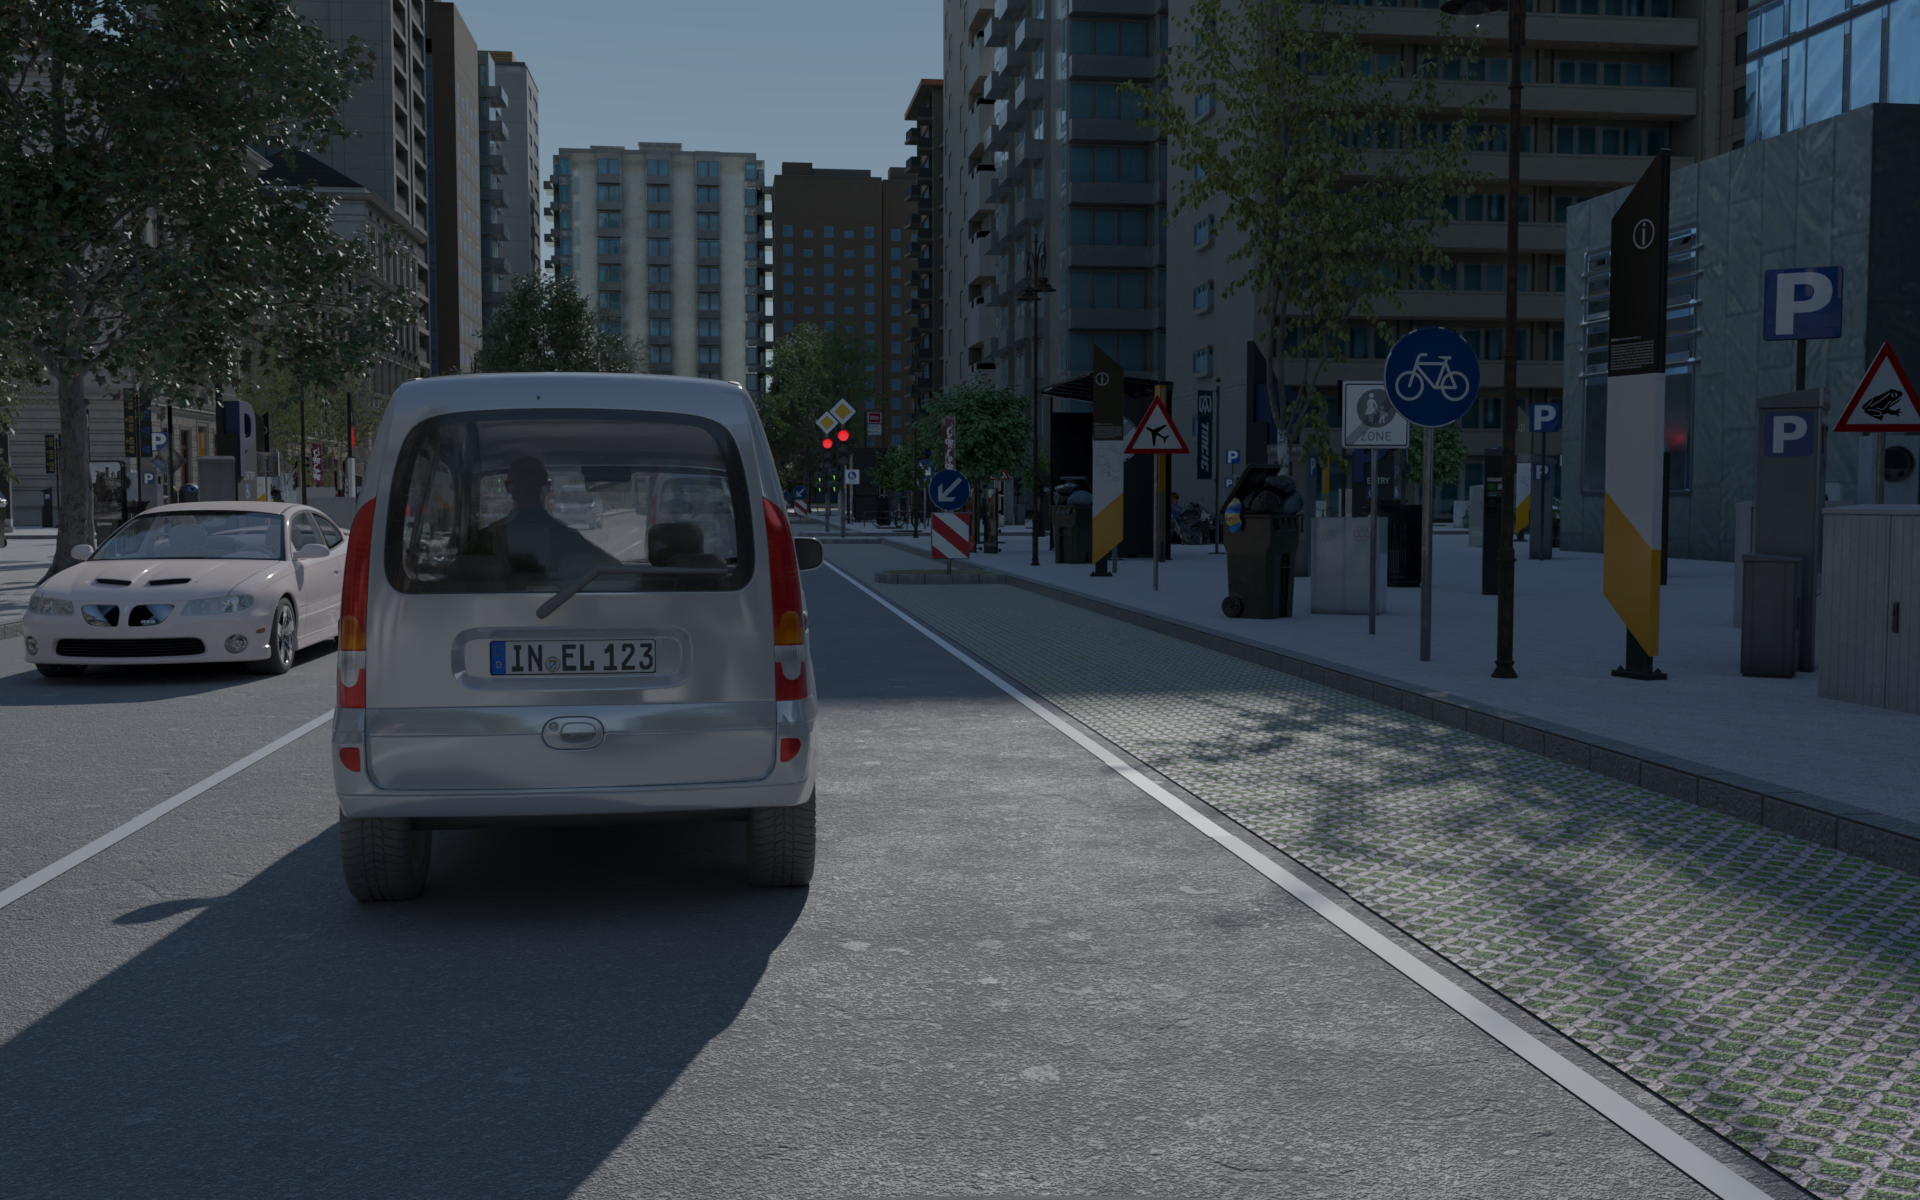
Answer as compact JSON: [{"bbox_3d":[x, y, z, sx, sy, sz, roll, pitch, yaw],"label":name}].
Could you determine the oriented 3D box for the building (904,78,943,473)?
[{"bbox_3d":[5.743,-32.314,182.961,22.147,44.769,28.867,0,4,-8],"label":"building"}]

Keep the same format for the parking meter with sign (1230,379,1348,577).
[{"bbox_3d":[5.173,-1.881,27.014,1.738,3.016,0.543,2,4,29],"label":"parking meter with sign"}]

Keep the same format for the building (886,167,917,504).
[{"bbox_3d":[-4.178,-36.117,240.618,14.200,45.320,14.600,0,4,-8],"label":"building"}]

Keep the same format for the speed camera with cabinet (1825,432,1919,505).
[{"bbox_3d":[13.232,-1.940,26.050,2.038,3.252,0.660,0,4,8],"label":"speed camera with cabinet"}]

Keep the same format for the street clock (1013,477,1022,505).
[{"bbox_3d":[2.467,-4.256,74.157,0.358,2.002,0.471,2,4,25],"label":"street clock"}]

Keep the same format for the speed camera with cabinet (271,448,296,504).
[{"bbox_3d":[-27.489,-4.709,71.334,2.038,3.252,0.660,2,4,33],"label":"speed camera with cabinet"}]

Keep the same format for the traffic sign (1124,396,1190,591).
[{"bbox_3d":[2.599,-1.403,22.950,0.884,2.594,0.081,0,4,-4],"label":"traffic sign"}]

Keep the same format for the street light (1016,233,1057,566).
[{"bbox_3d":[1.349,-3.554,30.890,0.468,5.910,1.993,0,4,-8],"label":"street light"}]

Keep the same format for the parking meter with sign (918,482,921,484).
[{"bbox_3d":[-2.286,-6.372,100.441,0.543,3.016,1.738,0,4,6],"label":"parking meter with sign"}]

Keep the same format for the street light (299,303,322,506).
[{"bbox_3d":[-12.616,-3.696,33.219,0.468,5.910,1.993,0,4,-8],"label":"street light"}]

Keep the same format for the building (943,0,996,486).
[{"bbox_3d":[13.411,-34.581,154.646,28.713,52.752,27.495,0,4,-8],"label":"building"}]

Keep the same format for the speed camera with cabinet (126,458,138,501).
[{"bbox_3d":[-33.299,-4.495,67.829,2.038,3.252,0.660,0,4,0],"label":"speed camera with cabinet"}]

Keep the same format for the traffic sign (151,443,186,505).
[{"bbox_3d":[-17.996,-2.337,39.402,0.795,2.450,0.064,0,4,-3],"label":"traffic sign"}]

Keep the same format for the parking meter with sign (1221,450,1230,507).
[{"bbox_3d":[10.538,-4.367,67.666,0.543,3.016,1.738,1,4,17],"label":"parking meter with sign"}]

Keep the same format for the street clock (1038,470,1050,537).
[{"bbox_3d":[2.438,-2.894,51.888,0.471,2.002,0.358,2,4,27],"label":"street clock"}]

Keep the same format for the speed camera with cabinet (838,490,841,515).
[{"bbox_3d":[-7.380,-7.006,108.879,0.660,3.252,2.038,0,4,-4],"label":"speed camera with cabinet"}]

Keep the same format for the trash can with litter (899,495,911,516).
[{"bbox_3d":[-3.085,-5.677,103.882,1.678,1.210,2.233,3,4,37],"label":"trash can with litter"}]

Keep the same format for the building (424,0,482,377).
[{"bbox_3d":[-51.120,-30.917,155.605,14.600,45.320,14.200,0,4,-8],"label":"building"}]

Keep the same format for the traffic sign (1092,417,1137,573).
[{"bbox_3d":[2.524,-1.717,28.175,0.768,2.556,0.104,0,4,-4],"label":"traffic sign"}]

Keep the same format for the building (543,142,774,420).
[{"bbox_3d":[-41.060,-37.857,238.564,30.456,49.044,23.786,0,4,-8],"label":"building"}]

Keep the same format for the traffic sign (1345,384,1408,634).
[{"bbox_3d":[3.770,-0.835,15.778,0.606,2.300,0.079,0,4,-1],"label":"traffic sign"}]

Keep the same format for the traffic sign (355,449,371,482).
[{"bbox_3d":[-16.815,-2.982,48.865,0.768,2.556,0.104,0,4,-1],"label":"traffic sign"}]

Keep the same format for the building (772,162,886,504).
[{"bbox_3d":[-18.321,-35.903,237.128,14.200,45.320,14.600,0,4,-8],"label":"building"}]

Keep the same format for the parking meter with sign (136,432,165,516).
[{"bbox_3d":[-22.395,-3.162,47.961,0.543,3.016,1.738,-1,4,-10],"label":"parking meter with sign"}]

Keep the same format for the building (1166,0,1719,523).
[{"bbox_3d":[21.586,-28.231,85.279,21.600,48.544,21.300,0,4,-8],"label":"building"}]

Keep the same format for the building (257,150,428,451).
[{"bbox_3d":[-43.447,-17.681,117.964,11.050,23.489,19.941,0,4,-8],"label":"building"}]

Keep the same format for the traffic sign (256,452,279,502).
[{"bbox_3d":[-16.863,-2.446,42.126,0.606,2.300,0.079,0,4,0],"label":"traffic sign"}]

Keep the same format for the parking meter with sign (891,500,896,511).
[{"bbox_3d":[-5.737,-8.395,133.520,1.738,3.016,0.543,1,4,18],"label":"parking meter with sign"}]

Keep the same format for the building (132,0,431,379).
[{"bbox_3d":[-51.374,-42.752,137.252,20.563,71.187,20.611,0,4,-8],"label":"building"}]

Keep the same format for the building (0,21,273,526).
[{"bbox_3d":[-39.477,-14.778,77.783,11.583,22.565,21.152,0,4,-8],"label":"building"}]

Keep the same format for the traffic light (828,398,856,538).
[{"bbox_3d":[-3.446,-3.778,50.696,0.839,4.253,0.868,0,4,-8],"label":"traffic light"}]

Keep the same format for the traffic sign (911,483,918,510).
[{"bbox_3d":[-2.189,-4.659,78.302,0.606,2.300,0.079,0,4,-2],"label":"traffic sign"}]

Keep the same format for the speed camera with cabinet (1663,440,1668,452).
[{"bbox_3d":[21.911,-3.622,53.563,0.660,3.252,2.038,2,4,27],"label":"speed camera with cabinet"}]

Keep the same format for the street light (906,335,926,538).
[{"bbox_3d":[-1.288,-4.749,50.431,0.468,5.910,1.993,0,4,-8],"label":"street light"}]

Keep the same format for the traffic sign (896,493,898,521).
[{"bbox_3d":[-2.982,-5.014,82.088,0.768,2.556,0.104,0,4,0],"label":"traffic sign"}]

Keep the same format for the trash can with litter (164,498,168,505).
[{"bbox_3d":[-25.944,-2.718,55.834,1.055,1.170,0.624,-2,4,-27],"label":"trash can with litter"}]

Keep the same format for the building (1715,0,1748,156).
[{"bbox_3d":[50.521,-39.728,87.802,20.611,71.187,20.563,0,4,-8],"label":"building"}]

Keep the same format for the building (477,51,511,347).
[{"bbox_3d":[-62.032,-34.068,176.622,30.456,49.044,23.786,0,4,-8],"label":"building"}]

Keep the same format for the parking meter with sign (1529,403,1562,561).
[{"bbox_3d":[11.482,-2.315,34.106,0.543,3.016,1.738,1,4,19],"label":"parking meter with sign"}]

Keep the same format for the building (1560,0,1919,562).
[{"bbox_3d":[26.734,-43.434,22.815,22.319,86.520,31.000,0,4,-8],"label":"building"}]

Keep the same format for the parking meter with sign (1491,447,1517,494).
[{"bbox_3d":[20.631,-4.173,64.490,1.738,3.016,0.543,-1,4,-18],"label":"parking meter with sign"}]

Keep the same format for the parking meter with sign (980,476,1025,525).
[{"bbox_3d":[1.832,-4.570,70.975,1.738,3.016,0.543,-2,4,-28],"label":"parking meter with sign"}]

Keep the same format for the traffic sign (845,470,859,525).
[{"bbox_3d":[-4.510,-4.302,72.466,0.606,2.300,0.079,0,4,-1],"label":"traffic sign"}]

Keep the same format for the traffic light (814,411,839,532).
[{"bbox_3d":[-4.514,-4.262,58.609,0.839,4.253,0.868,0,4,-8],"label":"traffic light"}]

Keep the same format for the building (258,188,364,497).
[{"bbox_3d":[-40.961,-14.315,98.677,10.561,19.102,19.286,0,4,-8],"label":"building"}]

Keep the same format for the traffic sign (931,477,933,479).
[{"bbox_3d":[-1.170,-5.023,84.263,0.606,2.300,0.079,0,4,-3],"label":"traffic sign"}]

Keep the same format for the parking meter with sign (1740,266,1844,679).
[{"bbox_3d":[6.088,-1.007,12.728,0.543,3.016,1.738,2,4,30],"label":"parking meter with sign"}]

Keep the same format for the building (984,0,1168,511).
[{"bbox_3d":[13.693,-30.047,110.879,23.786,49.044,30.456,0,4,-8],"label":"building"}]

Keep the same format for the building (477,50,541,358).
[{"bbox_3d":[-70.936,-42.237,232.568,28.212,58.520,21.231,0,4,-8],"label":"building"}]

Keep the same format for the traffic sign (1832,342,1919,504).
[{"bbox_3d":[7.912,-0.911,14.899,0.884,2.594,0.081,0,4,-2],"label":"traffic sign"}]

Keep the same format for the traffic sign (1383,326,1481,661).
[{"bbox_3d":[3.581,-0.804,13.251,0.768,2.556,0.104,0,4,-7],"label":"traffic sign"}]

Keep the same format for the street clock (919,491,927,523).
[{"bbox_3d":[-1.633,-4.450,77.323,0.358,2.002,0.471,0,4,-5],"label":"street clock"}]

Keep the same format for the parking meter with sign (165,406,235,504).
[{"bbox_3d":[-14.792,-2.338,34.482,1.738,3.016,0.543,-2,4,-25],"label":"parking meter with sign"}]

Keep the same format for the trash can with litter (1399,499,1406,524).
[{"bbox_3d":[19.094,-3.861,74.509,1.055,1.170,0.624,3,5,44],"label":"trash can with litter"}]
